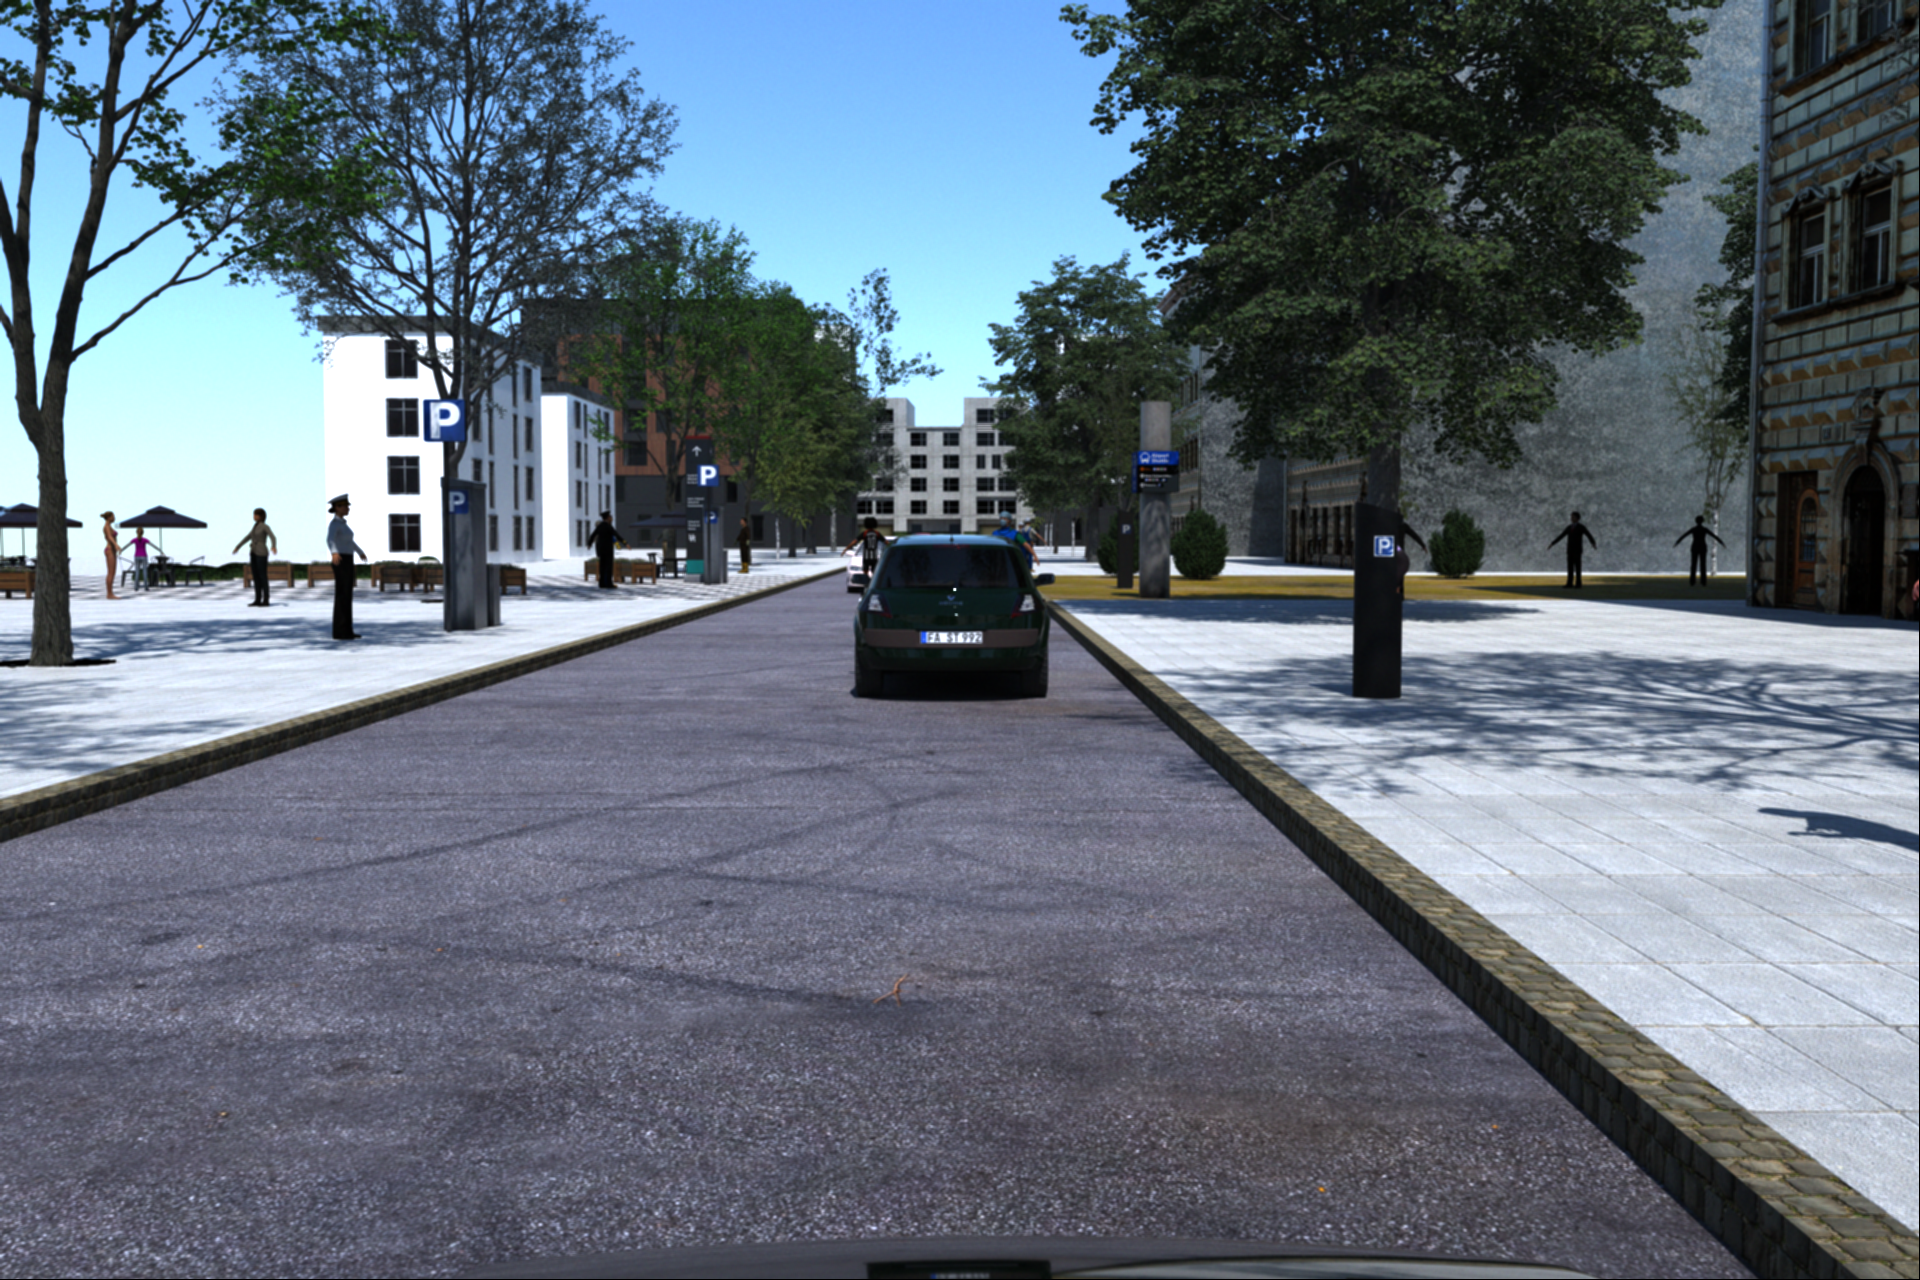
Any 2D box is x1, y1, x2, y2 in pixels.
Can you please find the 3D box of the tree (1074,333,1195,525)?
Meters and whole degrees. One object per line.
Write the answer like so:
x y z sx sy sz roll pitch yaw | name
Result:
5.843 -6.968 64.282 4.360 8.622 3.978 0 3 0 | tree

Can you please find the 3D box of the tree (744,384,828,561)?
-8.681 -8.132 83.323 4.737 8.622 4.395 0 3 0 | tree

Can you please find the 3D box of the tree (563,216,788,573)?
-9.441 -8.009 56.701 9.928 11.665 9.643 0 3 0 | tree

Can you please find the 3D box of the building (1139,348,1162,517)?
23.175 -19.351 172.803 16.016 20.090 11.380 0 4 0 | building

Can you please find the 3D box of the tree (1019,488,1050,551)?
6.657 -11.071 131.371 4.360 8.622 3.978 0 3 0 | tree

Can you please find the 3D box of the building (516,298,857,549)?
-24.622 -19.735 166.649 27.936 21.610 32.646 0 4 -1 | building

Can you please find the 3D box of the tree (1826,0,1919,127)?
6.414 -5.974 8.047 12.009 13.543 11.850 0 3 0 | tree

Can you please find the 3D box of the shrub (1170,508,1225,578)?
6.914 -2.847 50.591 1.661 2.075 1.752 0 3 0 | shrub

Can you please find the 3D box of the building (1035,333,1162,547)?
22.217 -21.320 192.557 27.936 21.610 32.646 0 4 0 | building

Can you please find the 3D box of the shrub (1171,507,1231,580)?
6.697 -2.674 48.139 1.690 2.028 1.600 0 3 0 | shrub

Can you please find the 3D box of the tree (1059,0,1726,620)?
6.220 -7.262 25.395 9.857 13.997 8.962 0 3 0 | tree

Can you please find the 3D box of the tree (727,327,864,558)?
-8.994 -10.720 93.403 7.486 12.596 7.792 0 3 0 | tree

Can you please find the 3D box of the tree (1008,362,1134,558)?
6.638 -9.535 90.317 8.767 10.594 7.601 0 4 3 | tree

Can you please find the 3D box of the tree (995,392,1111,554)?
6.307 -10.831 111.507 8.767 10.594 7.601 -2 4 -24 | tree

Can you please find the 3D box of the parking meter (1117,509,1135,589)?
3.909 -2.142 40.735 0.399 1.863 0.255 0 4 0 | parking meter

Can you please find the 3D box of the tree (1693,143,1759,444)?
22.204 -8.189 40.546 9.857 13.997 8.962 0 3 0 | tree

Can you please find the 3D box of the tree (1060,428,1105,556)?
6.321 -9.128 99.602 4.360 8.622 3.978 0 3 0 | tree

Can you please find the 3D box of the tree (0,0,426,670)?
-8.787 -5.546 16.440 9.928 11.665 9.643 0 3 0 | tree

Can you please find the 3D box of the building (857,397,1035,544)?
0.789 -22.106 230.343 31.486 18.905 16.747 0 4 2 | building

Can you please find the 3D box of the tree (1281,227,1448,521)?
9.896 -5.483 40.001 4.360 8.622 3.978 0 3 0 | tree

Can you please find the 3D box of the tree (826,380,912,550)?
-8.865 -13.962 138.643 12.009 13.543 11.850 0 3 0 | tree

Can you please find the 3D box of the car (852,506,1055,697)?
-0.066 -0.419 16.630 2.009 1.686 4.222 0 4 0 | car

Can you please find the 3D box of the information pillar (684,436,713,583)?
-6.901 -3.454 45.856 0.750 3.857 0.750 0 4 -1 | information pillar

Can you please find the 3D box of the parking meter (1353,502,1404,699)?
3.284 -0.318 13.607 0.372 1.533 0.369 0 3 0 | parking meter

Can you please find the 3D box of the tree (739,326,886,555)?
-9.275 -12.313 107.980 9.857 13.997 8.962 0 3 0 | tree

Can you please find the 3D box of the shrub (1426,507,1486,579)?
14.144 -2.774 49.392 1.661 2.075 1.752 0 3 0 | shrub

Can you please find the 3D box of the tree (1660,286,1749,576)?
22.641 -6.235 52.312 4.360 8.622 3.978 0 3 0 | tree

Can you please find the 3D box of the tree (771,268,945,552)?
-7.948 -16.339 123.034 12.611 20.169 13.585 0 3 0 | tree

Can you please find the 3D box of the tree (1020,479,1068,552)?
6.402 -10.662 124.678 4.737 8.622 4.395 0 3 0 | tree

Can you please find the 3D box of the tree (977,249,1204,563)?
5.874 -10.422 77.059 9.857 13.997 8.962 0 3 0 | tree

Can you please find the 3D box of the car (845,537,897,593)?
-1.826 -1.926 43.856 2.083 1.381 4.827 0 4 0 | car

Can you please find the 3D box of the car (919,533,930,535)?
-2.897 -7.679 134.593 2.155 1.783 4.494 0 3 0 | car

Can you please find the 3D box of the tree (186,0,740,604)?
-9.383 -7.442 32.047 12.009 13.543 11.850 0 3 0 | tree

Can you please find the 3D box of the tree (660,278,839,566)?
-8.484 -8.814 69.864 9.928 11.665 9.643 0 3 0 | tree

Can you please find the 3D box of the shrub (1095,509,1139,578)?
4.781 -2.857 51.126 1.690 2.028 1.600 0 3 0 | shrub
